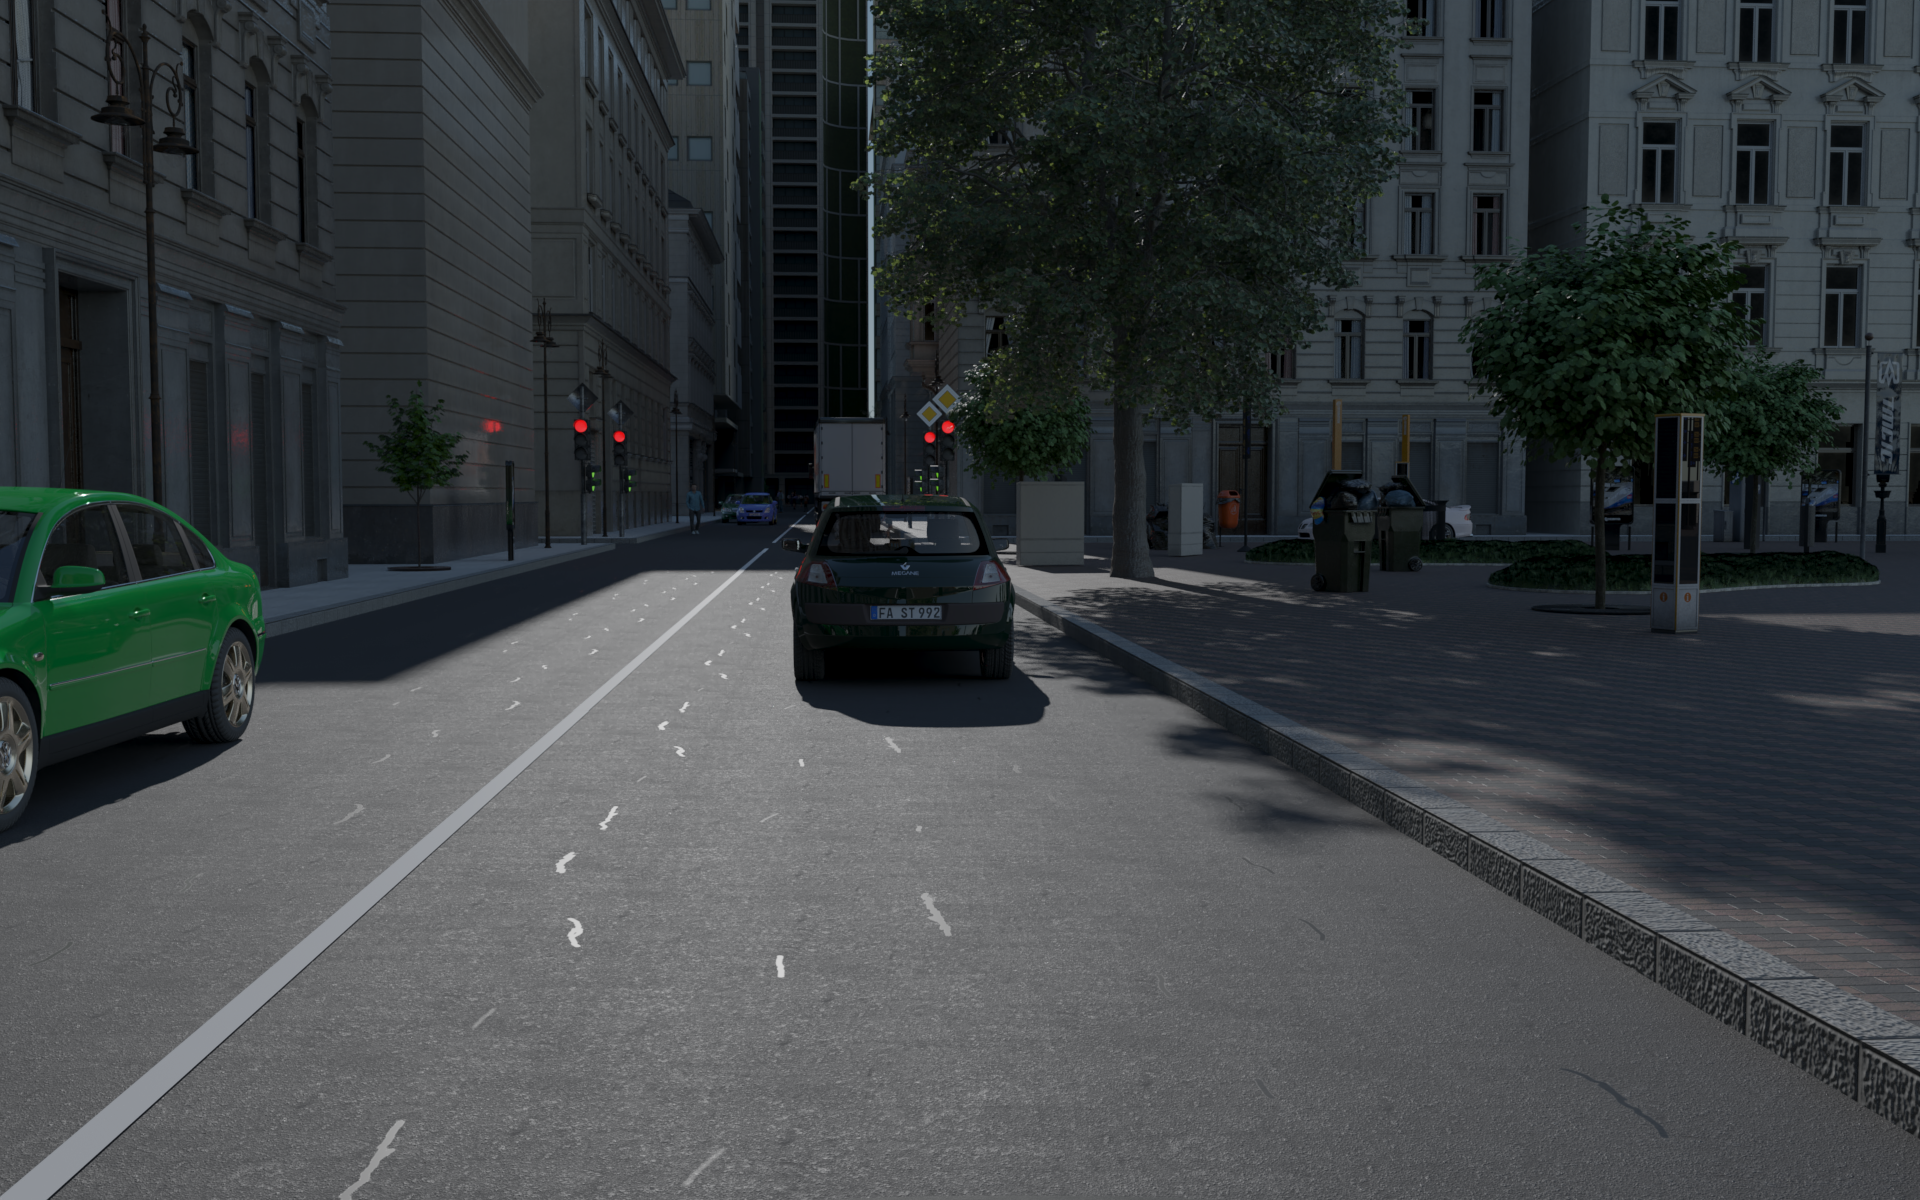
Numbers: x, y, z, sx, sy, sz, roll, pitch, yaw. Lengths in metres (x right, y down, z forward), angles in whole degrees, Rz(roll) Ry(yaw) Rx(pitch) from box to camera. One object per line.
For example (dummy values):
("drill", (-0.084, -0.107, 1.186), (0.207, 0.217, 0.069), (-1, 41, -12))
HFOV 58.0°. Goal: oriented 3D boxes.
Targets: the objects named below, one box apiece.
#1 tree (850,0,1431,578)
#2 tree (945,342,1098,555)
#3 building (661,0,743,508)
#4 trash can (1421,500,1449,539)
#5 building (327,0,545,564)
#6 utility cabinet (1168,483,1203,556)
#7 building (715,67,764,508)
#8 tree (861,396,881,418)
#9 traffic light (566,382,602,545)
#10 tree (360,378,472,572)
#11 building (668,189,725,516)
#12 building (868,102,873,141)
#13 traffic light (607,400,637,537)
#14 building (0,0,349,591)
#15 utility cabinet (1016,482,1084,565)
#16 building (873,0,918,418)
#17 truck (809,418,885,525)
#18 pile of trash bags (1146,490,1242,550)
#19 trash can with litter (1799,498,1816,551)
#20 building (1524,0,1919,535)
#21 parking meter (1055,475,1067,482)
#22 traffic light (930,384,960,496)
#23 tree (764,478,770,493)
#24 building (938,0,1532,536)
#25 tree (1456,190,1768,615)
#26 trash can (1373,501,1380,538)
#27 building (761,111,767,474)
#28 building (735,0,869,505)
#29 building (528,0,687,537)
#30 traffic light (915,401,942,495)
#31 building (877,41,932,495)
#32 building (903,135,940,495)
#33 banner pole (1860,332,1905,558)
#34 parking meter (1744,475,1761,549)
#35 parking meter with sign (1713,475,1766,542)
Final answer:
("tree", (2.659, -7.322, 26.378), (9.857, 13.997, 8.962), (0, 3, 0))
("tree", (1.334, -3.271, 37.195), (4.285, 4.588, 4.351), (0, 3, 0))
("building", (-31.585, -33.583, 138.318), (28.713, 52.752, 27.495), (0, 4, -4))
("trash can", (10.853, -1.723, 39.826), (0.748, 1.137, 0.748), (0, 3, 0))
("building", (-22.146, -14.584, 35.719), (25.104, 27.353, 12.463), (0, 4, -4))
("utility cabinet", (4.656, -1.660, 35.817), (0.318, 1.500, 1.173), (2, 4, 30))
("building", (-25.639, -29.182, 160.715), (14.154, 41.232, 14.086), (0, 4, -4))
("tree", (-5.590, -11.044, 130.936), (4.360, 8.622, 3.978), (0, 3, 0))
("traffic light", (-9.478, -3.345, 43.618), (0.839, 4.253, 0.868), (0, 4, -4))
("tree", (-9.032, -2.102, 28.966), (1.663, 3.219, 1.824), (0, 3, 0))
("building", (-20.173, -15.294, 100.970), (10.553, 20.767, 40.483), (0, 4, -4))
("building", (2.221, -38.925, 225.669), (27.495, 52.752, 28.713), (0, 4, -4))
("traffic light", (-10.078, -3.832, 51.581), (0.839, 4.253, 0.868), (0, 4, -4))
("building", (-13.383, -10.248, 16.700), (9.793, 20.994, 18.267), (0, 4, -4))
("utility cabinet", (1.606, -1.359, 30.895), (1.173, 1.500, 0.318), (-1, 4, -12))
("building", (-0.075, -27.996, 141.326), (14.154, 41.232, 14.086), (0, 4, -4))
("truck", (-4.541, -4.906, 69.130), (2.839, 4.237, 11.283), (0, 4, -6))
("pile of trash bags", (5.367, -1.912, 41.015), (3.447, 1.369, 1.912), (-3, 4, -38))
("trash can with litter", (15.527, -1.248, 31.457), (1.678, 1.210, 2.233), (2, 4, 29))
("building", (40.047, -17.490, 62.383), (44.131, 29.872, 17.030), (0, 4, -4))
("parking meter", (3.028, -2.827, 51.932), (0.255, 1.863, 0.399), (2, 4, 28))
("traffic light", (-0.344, -3.388, 44.319), (0.839, 4.253, 0.868), (0, 4, -4))
("tree", (-19.567, -10.881, 172.503), (1.663, 3.219, 1.824), (0, 3, 0))
("building", (8.414, -12.735, 57.376), (18.267, 20.994, 9.793), (0, 4, -4))
("tree", (7.112, -2.155, 18.942), (4.285, 4.588, 4.351), (0, 3, 0))
("trash can", (8.510, -1.515, 36.416), (0.748, 1.137, 0.748), (0, 3, 0))
("building", (-36.688, -34.826, 189.021), (30.456, 49.044, 23.786), (0, 4, -4))
("building", (-21.834, -47.709, 218.286), (20.611, 71.187, 20.563), (0, 4, -4))
("building", (-19.596, -14.194, 65.364), (16.112, 22.955, 30.059), (0, 4, -4))
("traffic light", (-0.943, -3.875, 52.282), (0.839, 4.253, 0.868), (0, 4, -4))
("building", (0.626, -20.488, 112.469), (11.434, 29.767, 29.804), (0, 4, -4))
("building", (4.633, -15.997, 80.630), (14.460, 24.649, 34.723), (0, 4, -4))
("banner pole", (14.308, -2.261, 26.987), (0.863, 3.779, 0.401), (-1, 4, -13))
("parking meter", (18.458, -2.117, 40.329), (0.255, 1.863, 0.399), (3, 5, 42))
("parking meter with sign", (21.009, -3.070, 46.451), (1.738, 3.016, 0.543), (-2, 4, -25))
